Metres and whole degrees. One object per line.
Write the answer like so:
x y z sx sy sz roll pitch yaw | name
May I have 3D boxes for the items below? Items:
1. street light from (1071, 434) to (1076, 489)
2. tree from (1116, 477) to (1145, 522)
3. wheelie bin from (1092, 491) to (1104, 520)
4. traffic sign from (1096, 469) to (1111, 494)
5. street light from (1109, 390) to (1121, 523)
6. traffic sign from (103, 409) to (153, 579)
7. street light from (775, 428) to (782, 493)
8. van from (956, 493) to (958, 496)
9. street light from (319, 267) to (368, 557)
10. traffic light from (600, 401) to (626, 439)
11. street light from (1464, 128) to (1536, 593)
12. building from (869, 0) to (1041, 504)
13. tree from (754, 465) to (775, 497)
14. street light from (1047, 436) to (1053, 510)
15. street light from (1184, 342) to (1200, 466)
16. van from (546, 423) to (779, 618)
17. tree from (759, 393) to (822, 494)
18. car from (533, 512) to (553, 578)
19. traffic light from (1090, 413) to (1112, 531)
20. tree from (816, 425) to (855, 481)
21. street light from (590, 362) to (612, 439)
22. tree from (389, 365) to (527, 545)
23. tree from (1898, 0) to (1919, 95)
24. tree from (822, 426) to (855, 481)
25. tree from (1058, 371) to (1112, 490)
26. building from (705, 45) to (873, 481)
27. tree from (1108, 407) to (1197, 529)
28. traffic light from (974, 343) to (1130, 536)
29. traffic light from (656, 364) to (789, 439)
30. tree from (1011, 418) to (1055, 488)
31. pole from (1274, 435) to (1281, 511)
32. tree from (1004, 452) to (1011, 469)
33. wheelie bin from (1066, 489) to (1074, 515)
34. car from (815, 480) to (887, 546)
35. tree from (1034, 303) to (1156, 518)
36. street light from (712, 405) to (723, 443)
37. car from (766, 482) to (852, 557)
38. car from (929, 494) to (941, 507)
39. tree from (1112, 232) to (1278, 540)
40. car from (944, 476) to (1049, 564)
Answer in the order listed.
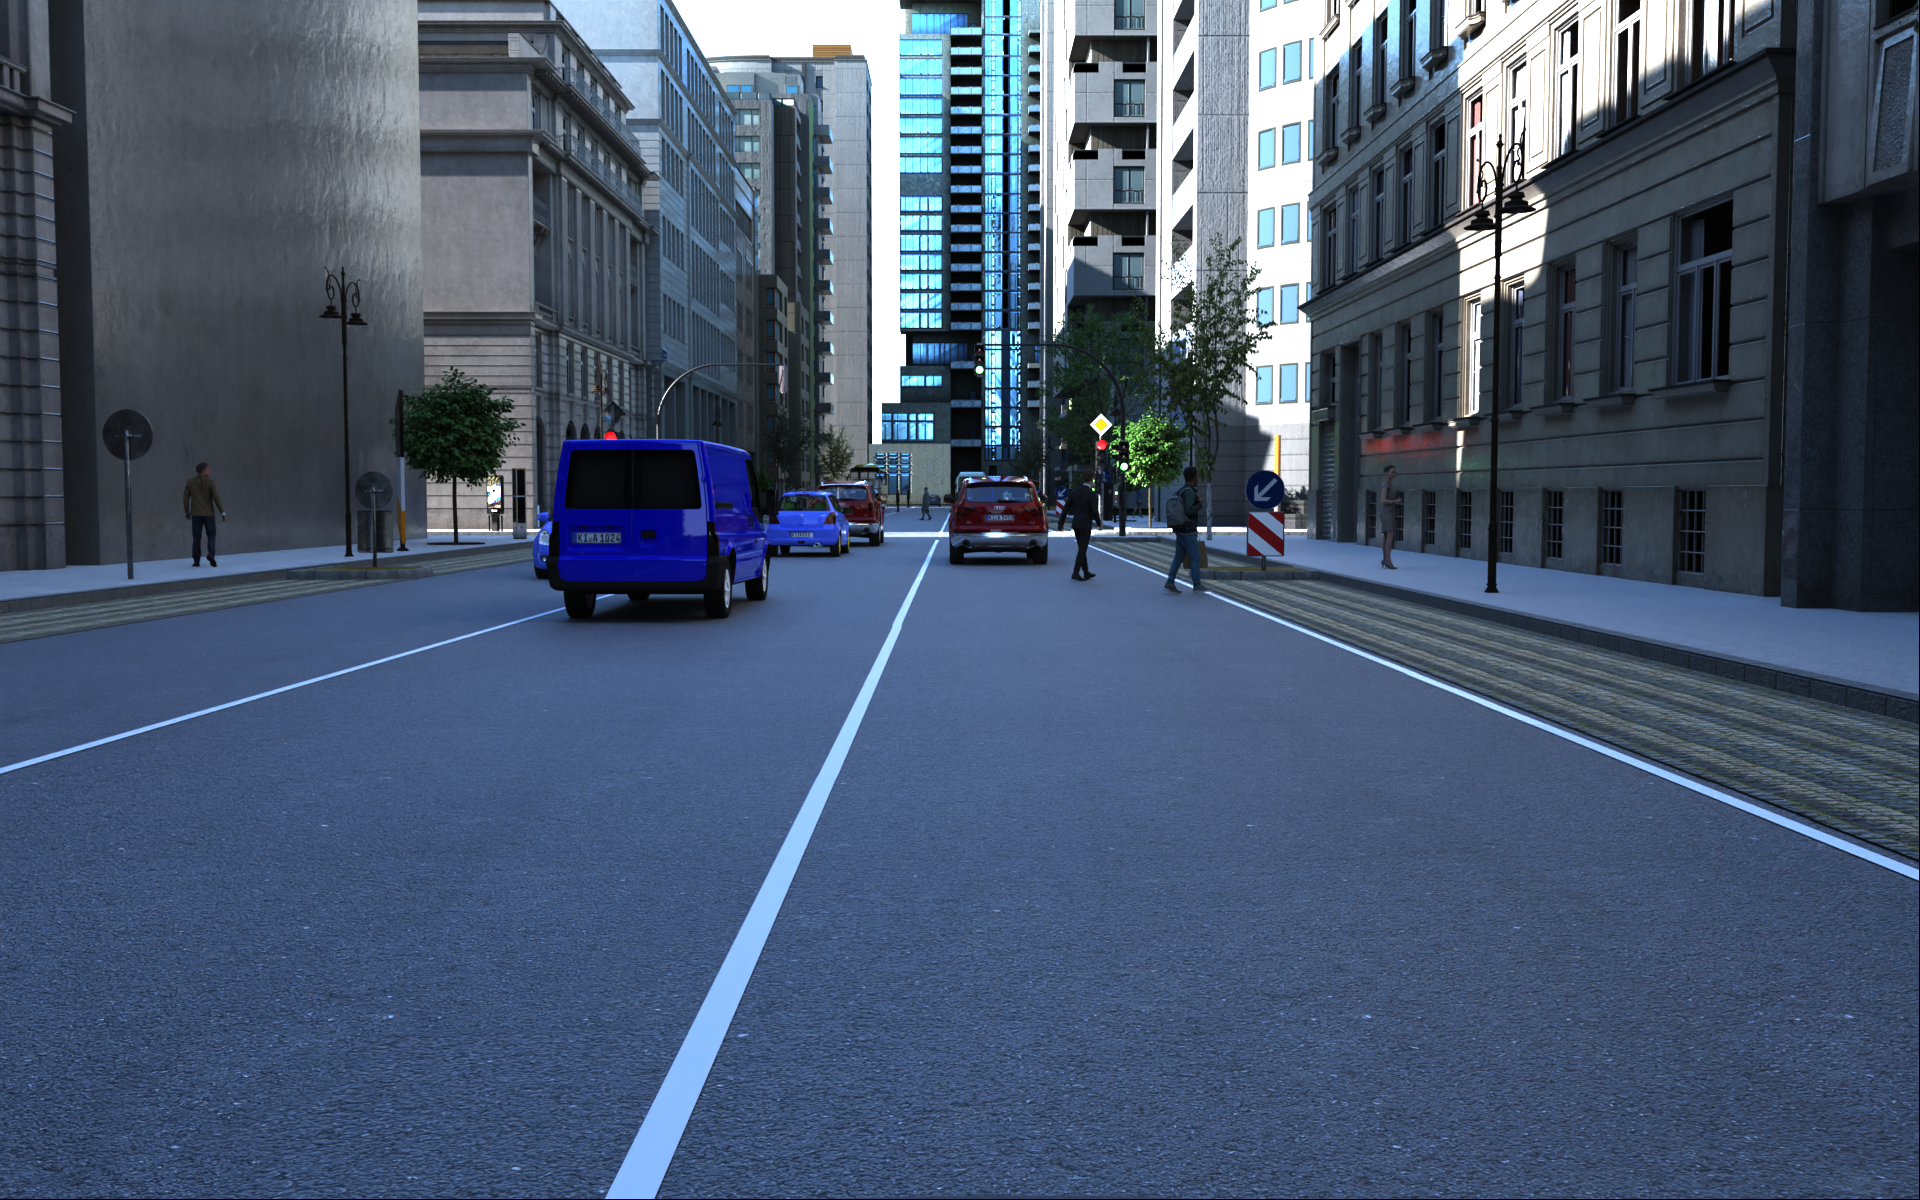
6.932 -8.165 106.289 0.468 5.910 1.993 0 3 0 | street light
7.737 -5.300 81.262 1.663 3.219 1.824 0 3 0 | tree
6.771 -4.737 85.353 0.693 1.594 0.980 -1 4 -20 | wheelie bin
6.894 -5.114 83.717 0.768 2.556 0.104 0 4 3 | traffic sign
6.939 -6.397 77.384 0.468 5.910 1.993 0 3 0 | street light
-12.511 -1.587 26.051 0.768 2.556 0.104 0 4 2 | traffic sign
-12.502 -8.947 119.078 0.468 5.910 1.993 0 3 0 | street light
0.936 -5.763 98.615 2.240 2.365 5.245 0 4 -2 | van
-12.542 -3.828 35.377 0.468 5.910 1.993 0 3 0 | street light
-10.465 -3.882 52.389 0.839 4.253 0.868 0 3 0 | traffic light
6.930 -3.034 22.397 0.468 5.910 1.993 0 3 0 | street light
3.794 -56.140 230.552 31.000 86.520 22.319 0 3 0 | building
-12.851 -7.267 113.411 1.663 3.219 1.824 0 3 0 | tree
6.961 -9.933 135.195 0.468 5.910 1.993 0 3 0 | street light
6.953 -4.848 52.050 0.468 5.910 1.993 0 3 0 | street light
-3.579 -1.056 21.652 2.240 2.365 5.245 0 4 1 | van
-13.055 -11.045 130.947 4.360 8.622 3.978 0 3 0 | tree
-6.420 -1.289 30.666 1.945 1.707 3.694 0 4 -2 | car
4.892 -4.372 60.398 0.839 4.253 0.868 0 3 0 | traffic light
-12.783 -13.950 178.443 4.737 8.622 4.395 0 3 0 | tree
-12.547 -5.376 60.690 0.468 5.910 1.993 0 3 0 | street light
-12.820 -3.701 44.226 4.285 4.588 4.351 0 3 0 | tree
7.141 -3.619 9.526 4.360 8.622 3.978 0 3 0 | tree
-13.130 -14.269 183.659 4.360 8.622 3.978 0 3 0 | tree
7.728 -9.205 100.861 4.737 8.622 4.395 0 3 0 | tree
-25.878 -42.134 230.885 28.212 58.520 21.231 0 3 0 | building
7.188 -4.948 64.607 4.285 4.588 4.351 0 3 0 | tree
2.804 -4.746 52.271 4.771 5.953 1.251 0 3 0 | traffic light
-8.378 -5.244 60.410 4.771 5.953 1.251 0 3 0 | traffic light
7.203 -13.246 166.935 4.360 8.622 3.978 0 3 0 | tree
10.992 -4.044 59.967 0.158 3.312 0.155 0 3 0 | pole
7.917 -16.078 213.229 4.360 8.622 3.978 0 3 0 | tree
6.846 -5.893 104.253 0.980 1.594 0.693 0 4 7 | wheelie bin
-3.224 -2.483 49.271 2.281 1.827 5.304 0 4 -1 | car
7.855 -10.247 93.299 9.928 11.665 9.643 0 3 0 | tree
-12.526 -7.144 89.595 0.468 5.910 1.993 0 3 0 | street light
-3.545 -1.914 40.878 1.945 1.707 3.694 0 4 1 | car
-3.098 -11.471 199.553 2.014 1.417 4.499 0 4 0 | car
6.705 -5.971 47.996 4.737 8.622 4.395 0 3 0 | tree
0.784 -1.732 36.994 2.281 1.827 5.304 0 3 0 | car
